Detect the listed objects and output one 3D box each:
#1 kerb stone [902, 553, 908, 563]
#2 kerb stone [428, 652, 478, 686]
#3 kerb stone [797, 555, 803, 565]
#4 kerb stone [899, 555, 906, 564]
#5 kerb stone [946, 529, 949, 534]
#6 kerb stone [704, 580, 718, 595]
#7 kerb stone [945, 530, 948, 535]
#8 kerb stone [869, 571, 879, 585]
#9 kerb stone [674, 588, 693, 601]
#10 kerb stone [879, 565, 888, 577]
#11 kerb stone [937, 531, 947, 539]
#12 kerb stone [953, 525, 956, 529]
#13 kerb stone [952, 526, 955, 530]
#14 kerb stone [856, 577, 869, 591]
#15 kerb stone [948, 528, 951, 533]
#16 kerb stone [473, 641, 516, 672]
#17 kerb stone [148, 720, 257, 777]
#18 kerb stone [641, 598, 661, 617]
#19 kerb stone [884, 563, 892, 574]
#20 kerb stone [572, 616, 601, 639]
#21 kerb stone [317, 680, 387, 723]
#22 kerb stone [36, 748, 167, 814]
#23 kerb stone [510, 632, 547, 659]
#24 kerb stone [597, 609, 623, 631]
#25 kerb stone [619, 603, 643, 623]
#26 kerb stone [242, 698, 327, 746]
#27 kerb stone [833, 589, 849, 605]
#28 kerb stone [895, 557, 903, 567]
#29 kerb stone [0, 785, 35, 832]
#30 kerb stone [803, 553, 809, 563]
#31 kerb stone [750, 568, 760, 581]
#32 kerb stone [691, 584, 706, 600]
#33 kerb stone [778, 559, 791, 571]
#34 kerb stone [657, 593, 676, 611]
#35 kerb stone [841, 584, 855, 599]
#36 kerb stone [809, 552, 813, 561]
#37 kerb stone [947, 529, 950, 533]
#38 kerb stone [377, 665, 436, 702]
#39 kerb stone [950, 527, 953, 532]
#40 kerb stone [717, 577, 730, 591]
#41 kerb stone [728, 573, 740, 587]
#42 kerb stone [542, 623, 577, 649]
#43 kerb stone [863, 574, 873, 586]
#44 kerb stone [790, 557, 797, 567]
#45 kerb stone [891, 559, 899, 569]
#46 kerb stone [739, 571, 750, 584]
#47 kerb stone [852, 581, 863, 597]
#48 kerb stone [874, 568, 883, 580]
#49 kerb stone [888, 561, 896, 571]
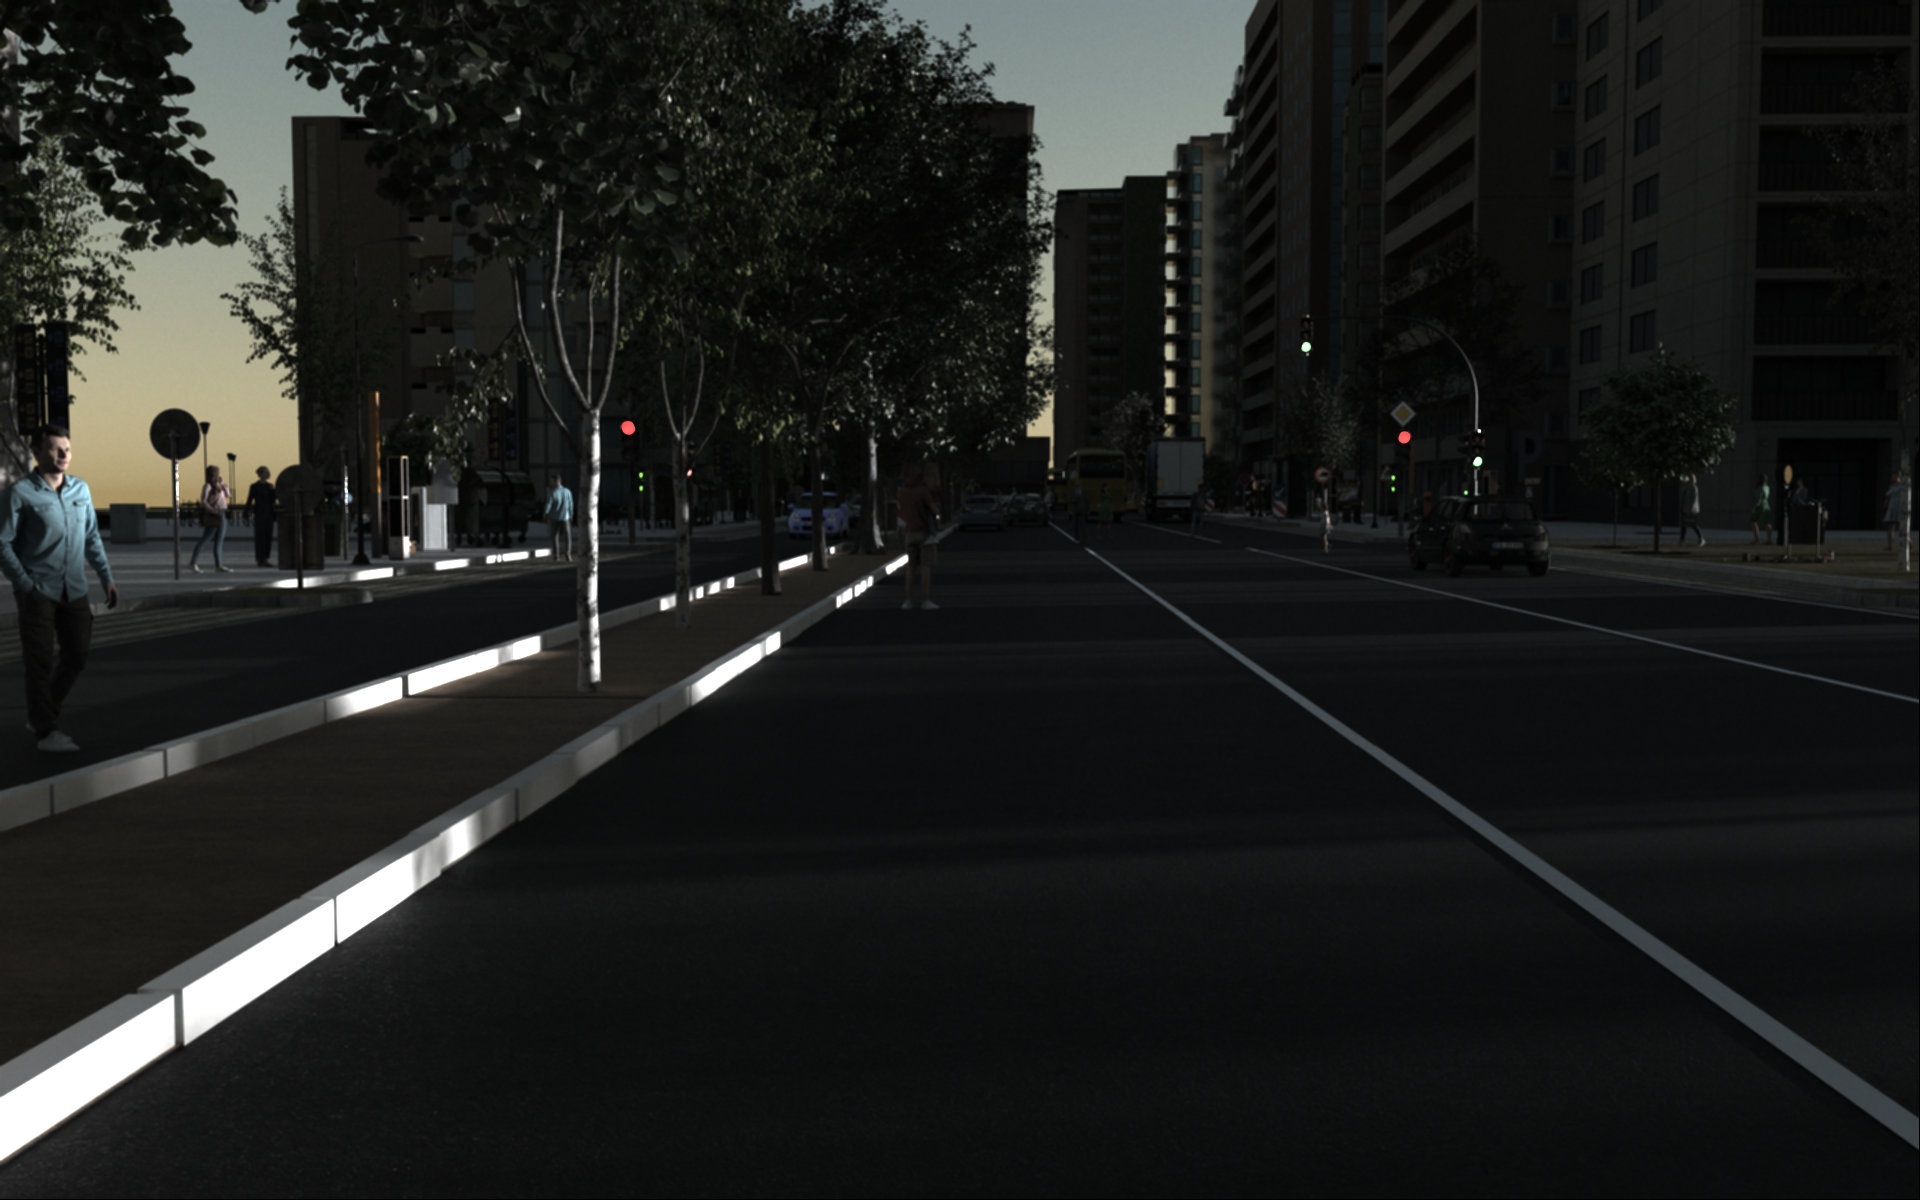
[{"bbox_3d":[-1.202,-0.826,35.722,0.120,0.150,1.000,0,4,2],"label":"kerb stone"},{"bbox_3d":[-3.934,0.543,13.309,0.120,0.150,1.000,0,4,2],"label":"kerb stone"},{"bbox_3d":[-3.321,-0.774,34.844,0.120,0.150,1.000,0,4,2],"label":"kerb stone"},{"bbox_3d":[-1.225,-0.764,34.691,0.120,0.150,1.000,0,4,2],"label":"kerb stone"},{"bbox_3d":[-0.541,-2.240,58.894,0.120,0.150,1.000,0,4,2],"label":"kerb stone"},{"bbox_3d":[-3.614,-0.147,24.595,0.120,0.150,1.000,0,4,2],"label":"kerb stone"},{"bbox_3d":[-0.562,-2.180,57.868,0.120,0.150,1.000,0,4,2],"label":"kerb stone"},{"bbox_3d":[-1.422,-0.320,27.523,0.120,0.150,1.000,0,4,2],"label":"kerb stone"},{"bbox_3d":[-3.664,-0.020,22.531,0.120,0.150,1.000,0,4,2],"label":"kerb stone"},{"bbox_3d":[-1.367,-0.451,29.575,0.120,0.150,1.000,0,4,2],"label":"kerb stone"},{"bbox_3d":[-0.603,-2.119,56.836,0.120,0.150,1.000,0,4,2],"label":"kerb stone"},{"bbox_3d":[-0.335,-2.683,66.060,0.120,0.150,1.000,0,4,2],"label":"kerb stone"},{"bbox_3d":[-0.359,-2.619,65.035,0.120,0.150,1.000,0,4,2],"label":"kerb stone"},{"bbox_3d":[-1.483,-0.200,25.474,0.120,0.150,1.000,0,4,2],"label":"kerb stone"},{"bbox_3d":[-0.481,-2.370,60.941,0.120,0.150,1.000,0,4,2],"label":"kerb stone"},{"bbox_3d":[-3.901,0.481,14.331,0.120,0.150,1.000,0,4,2],"label":"kerb stone"},{"bbox_3d":[-4.037,0.794,9.219,0.120,0.150,1.000,0,4,2],"label":"kerb stone"},{"bbox_3d":[-3.724,0.107,20.471,0.120,0.150,1.000,0,4,2],"label":"kerb stone"},{"bbox_3d":[-1.341,-0.514,30.598,0.120,0.150,1.000,0,4,2],"label":"kerb stone"},{"bbox_3d":[-3.810,0.293,17.404,0.120,0.150,1.000,0,4,2],"label":"kerb stone"},{"bbox_3d":[-3.985,0.668,11.266,0.120,0.150,1.000,0,4,2],"label":"kerb stone"},{"bbox_3d":[-4.069,0.862,8.190,0.120,0.150,1.000,0,4,2],"label":"kerb stone"},{"bbox_3d":[-3.874,0.419,15.353,0.120,0.150,1.000,0,4,2],"label":"kerb stone"},{"bbox_3d":[-3.785,0.232,18.428,0.120,0.150,1.000,0,4,2],"label":"kerb stone"},{"bbox_3d":[-3.758,0.168,19.450,0.120,0.150,1.000,0,4,2],"label":"kerb stone"},{"bbox_3d":[-4.015,0.731,10.241,0.120,0.150,1.000,0,4,2],"label":"kerb stone"},{"bbox_3d":[-1.578,-0.012,22.393,0.120,0.150,1.000,0,4,2],"label":"kerb stone"},{"bbox_3d":[-1.257,-0.702,33.669,0.120,0.150,1.000,0,4,2],"label":"kerb stone"},{"bbox_3d":[-4.103,0.922,7.169,0.120,0.150,1.000,0,4,2],"label":"kerb stone"},{"bbox_3d":[-3.289,-0.837,35.875,0.120,0.150,1.000,0,4,2],"label":"kerb stone"},{"bbox_3d":[-3.495,-0.393,28.693,0.120,0.150,1.000,0,4,2],"label":"kerb stone"},{"bbox_3d":[-3.644,-0.084,23.568,0.120,0.150,1.000,0,4,2],"label":"kerb stone"},{"bbox_3d":[-3.378,-0.648,32.795,0.120,0.150,1.000,0,4,2],"label":"kerb stone"},{"bbox_3d":[-3.694,0.042,21.503,0.120,0.150,1.000,0,4,2],"label":"kerb stone"},{"bbox_3d":[-1.554,-0.075,23.426,0.120,0.150,1.000,0,4,2],"label":"kerb stone"},{"bbox_3d":[-3.262,-0.900,36.904,0.120,0.150,1.000,0,4,2],"label":"kerb stone"},{"bbox_3d":[-0.515,-2.307,59.920,0.120,0.150,1.000,0,4,2],"label":"kerb stone"},{"bbox_3d":[-3.961,0.606,12.288,0.120,0.150,1.000,0,4,2],"label":"kerb stone"},{"bbox_3d":[-0.433,-2.495,62.985,0.120,0.150,1.000,0,4,2],"label":"kerb stone"},{"bbox_3d":[-3.586,-0.210,25.624,0.120,0.150,1.000,0,4,2],"label":"kerb stone"},{"bbox_3d":[-3.554,-0.272,26.645,0.120,0.150,1.000,0,4,2],"label":"kerb stone"},{"bbox_3d":[-3.835,0.356,16.378,0.120,0.150,1.000,0,4,2],"label":"kerb stone"},{"bbox_3d":[-1.462,-0.262,26.502,0.120,0.150,1.000,0,4,2],"label":"kerb stone"},{"bbox_3d":[-3.348,-0.710,33.823,0.120,0.150,1.000,0,4,2],"label":"kerb stone"},{"bbox_3d":[-1.282,-0.639,32.641,0.120,0.150,1.000,0,4,2],"label":"kerb stone"},{"bbox_3d":[-3.528,-0.335,27.667,0.120,0.150,1.000,0,4,2],"label":"kerb stone"},{"bbox_3d":[-1.509,-0.132,24.452,0.120,0.150,1.000,0,4,2],"label":"kerb stone"},{"bbox_3d":[-1.400,-0.388,28.545,0.120,0.150,1.000,0,4,2],"label":"kerb stone"},{"bbox_3d":[-1.315,-0.576,31.620,0.120,0.150,1.000,0,4,2],"label":"kerb stone"}]
